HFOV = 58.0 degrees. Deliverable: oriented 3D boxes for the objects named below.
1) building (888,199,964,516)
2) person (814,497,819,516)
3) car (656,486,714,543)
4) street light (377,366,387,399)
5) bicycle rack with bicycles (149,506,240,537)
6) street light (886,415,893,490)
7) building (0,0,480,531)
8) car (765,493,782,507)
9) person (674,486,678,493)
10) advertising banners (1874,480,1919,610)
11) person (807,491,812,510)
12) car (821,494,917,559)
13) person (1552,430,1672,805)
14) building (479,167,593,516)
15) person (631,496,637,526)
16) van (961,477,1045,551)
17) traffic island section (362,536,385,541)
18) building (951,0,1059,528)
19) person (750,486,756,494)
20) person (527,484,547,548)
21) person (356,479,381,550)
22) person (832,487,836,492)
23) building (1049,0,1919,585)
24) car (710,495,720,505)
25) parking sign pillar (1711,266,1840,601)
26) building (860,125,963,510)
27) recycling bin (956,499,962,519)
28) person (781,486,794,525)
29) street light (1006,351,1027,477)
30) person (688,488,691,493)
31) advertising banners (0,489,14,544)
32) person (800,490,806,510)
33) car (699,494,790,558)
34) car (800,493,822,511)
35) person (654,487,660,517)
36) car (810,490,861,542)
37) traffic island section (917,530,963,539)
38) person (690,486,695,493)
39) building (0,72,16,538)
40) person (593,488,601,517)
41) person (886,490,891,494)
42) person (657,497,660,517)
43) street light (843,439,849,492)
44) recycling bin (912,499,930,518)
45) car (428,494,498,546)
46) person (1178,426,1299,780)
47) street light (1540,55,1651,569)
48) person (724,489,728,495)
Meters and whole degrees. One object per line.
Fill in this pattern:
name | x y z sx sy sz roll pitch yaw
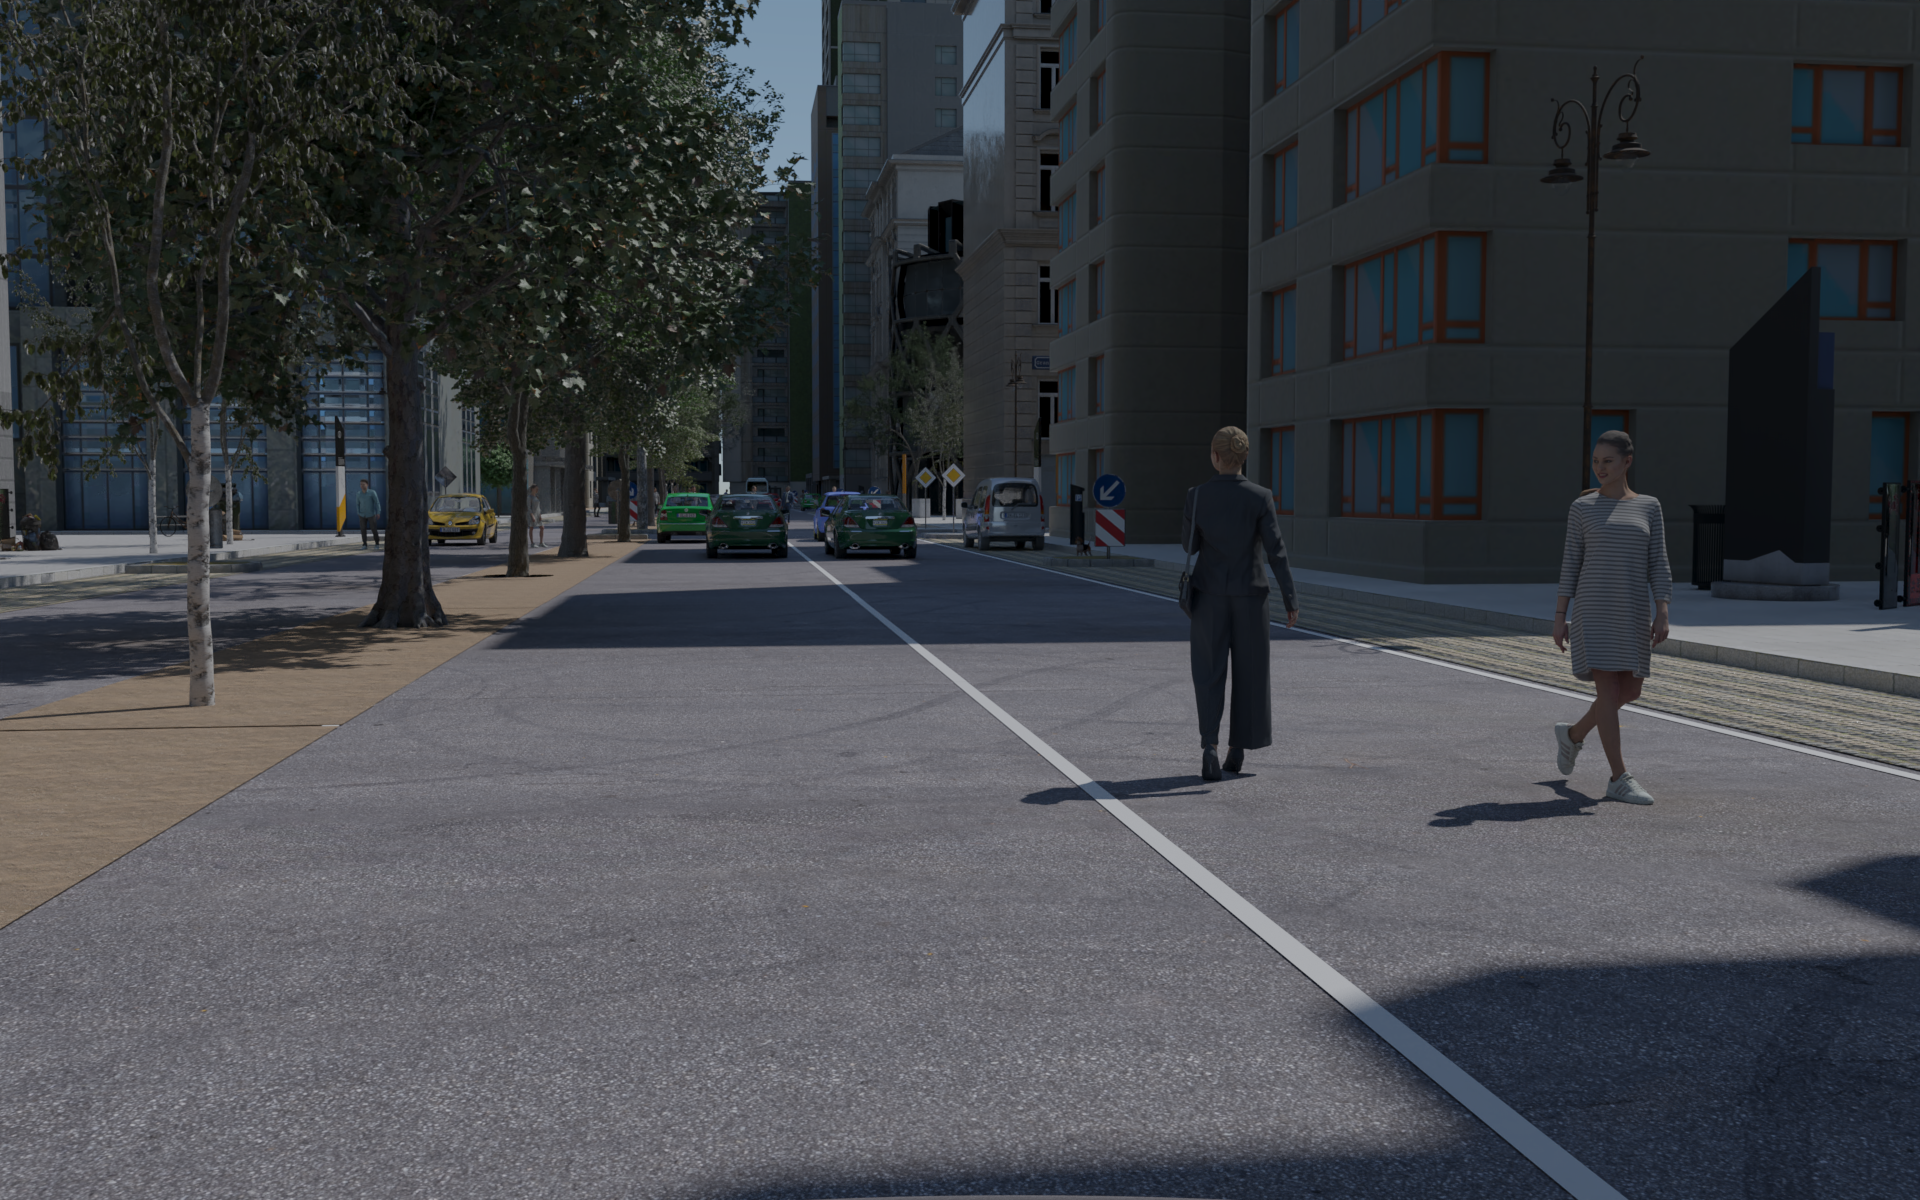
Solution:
building | 3.882 -14.685 107.554 16.820 18.784 16.811 0 4 -8
person | -9.383 -6.105 112.997 0.332 1.250 0.352 0 4 5
car | -8.154 -2.654 52.192 1.959 1.807 4.718 0 4 -7
street light | -20.459 -5.456 61.986 0.468 5.910 1.993 0 4 -8
bicycle rack with bicycles | -22.873 -2.379 52.279 2.852 0.926 2.925 1 4 15
street light | -4.175 -7.852 101.162 0.468 5.910 1.993 0 4 -8
building | -32.443 -46.486 72.713 22.319 86.520 31.000 0 4 -8
car | -14.256 -7.382 129.743 2.155 1.783 4.494 0 4 -8
person | -10.778 -3.392 64.638 0.598 1.740 0.731 1 4 22
advertising banners | 10.883 -1.440 19.725 2.074 3.025 0.090 -3 5 -43
person | -13.847 -9.088 158.026 0.436 1.711 0.756 -3 4 -38
car | -2.096 -1.722 39.953 2.131 1.459 4.920 -1 4 -9
person | 3.078 0.059 8.292 0.466 1.731 0.760 -1 4 -20
building | -36.806 -30.133 112.275 23.786 49.044 30.456 0 4 -8
person | -14.606 -4.251 78.102 0.616 1.811 0.778 -2 4 -32
van | 1.102 -2.325 45.030 2.013 2.044 4.112 0 4 -8
traffic island section | -17.328 -1.941 54.021 2.009 0.180 2.903 0 4 -8
building | 12.868 -16.788 71.750 25.104 27.353 12.463 0 4 -8
person | -9.637 -4.439 81.180 0.767 1.812 0.694 1 4 17
person | -11.379 -2.251 46.304 0.522 1.701 0.512 1 4 20
person | -15.229 -2.210 44.652 0.660 1.820 0.620 0 4 2
person | -5.789 -4.322 79.588 0.576 1.772 0.534 0 4 3
building | 18.361 -11.926 40.027 27.650 21.520 28.899 0 4 -8
car | -24.176 -9.723 171.336 2.083 1.381 4.827 0 4 -7
parking sign pillar | 10.062 -2.007 21.279 1.447 3.967 1.447 -1 4 -18
building | 0.425 -20.840 128.129 14.401 28.519 23.554 0 4 -8
recycling bin | 0.187 -4.689 89.215 0.722 1.027 0.722 0 4 8
person | -8.143 -4.451 81.464 0.721 1.800 0.419 1 4 12
street light | 1.806 -5.091 56.029 0.468 5.910 1.993 0 4 -8
person | -15.577 -5.565 99.827 0.374 1.781 0.599 2 4 28
advertising banners | -23.434 -2.751 41.163 2.074 3.025 0.090 1 4 13
person | -14.173 -9.068 156.758 0.705 1.824 1.348 2 4 23
car | -4.971 -1.732 40.122 2.131 1.459 4.920 -1 4 -9
car | -12.523 -8.413 146.345 1.959 1.807 4.718 0 4 -8
person | -18.884 -6.031 106.960 0.661 1.843 0.795 -2 4 -27
car | -3.646 -2.693 53.622 1.945 1.707 3.694 0 4 -7
traffic island section | -0.189 -2.081 56.311 2.009 0.180 2.903 0 4 -8
person | -11.287 -3.943 73.243 0.678 1.792 0.850 -2 4 -28
building | -38.818 -30.384 38.781 28.212 58.520 21.231 0 4 -8
person | -22.314 -5.975 106.375 0.473 1.802 0.592 2 4 25
person | -2.908 -3.643 69.871 0.330 1.601 0.589 -1 4 -16
person | -18.840 -5.829 108.476 0.373 1.253 0.362 0 4 -5
street light | -9.186 -10.136 138.515 0.468 5.910 1.993 0 4 -8
recycling bin | -2.096 -4.926 93.100 0.722 1.027 0.722 -3 5 -41
car | -14.217 -2.387 49.247 2.015 1.641 3.980 -1 4 -8
person | 1.393 0.009 8.773 0.576 1.772 0.534 0 4 -6
street light | 6.852 -2.818 18.860 0.468 5.910 1.993 0 4 -8
person | -19.321 -8.296 144.013 0.599 1.838 0.709 1 4 23
